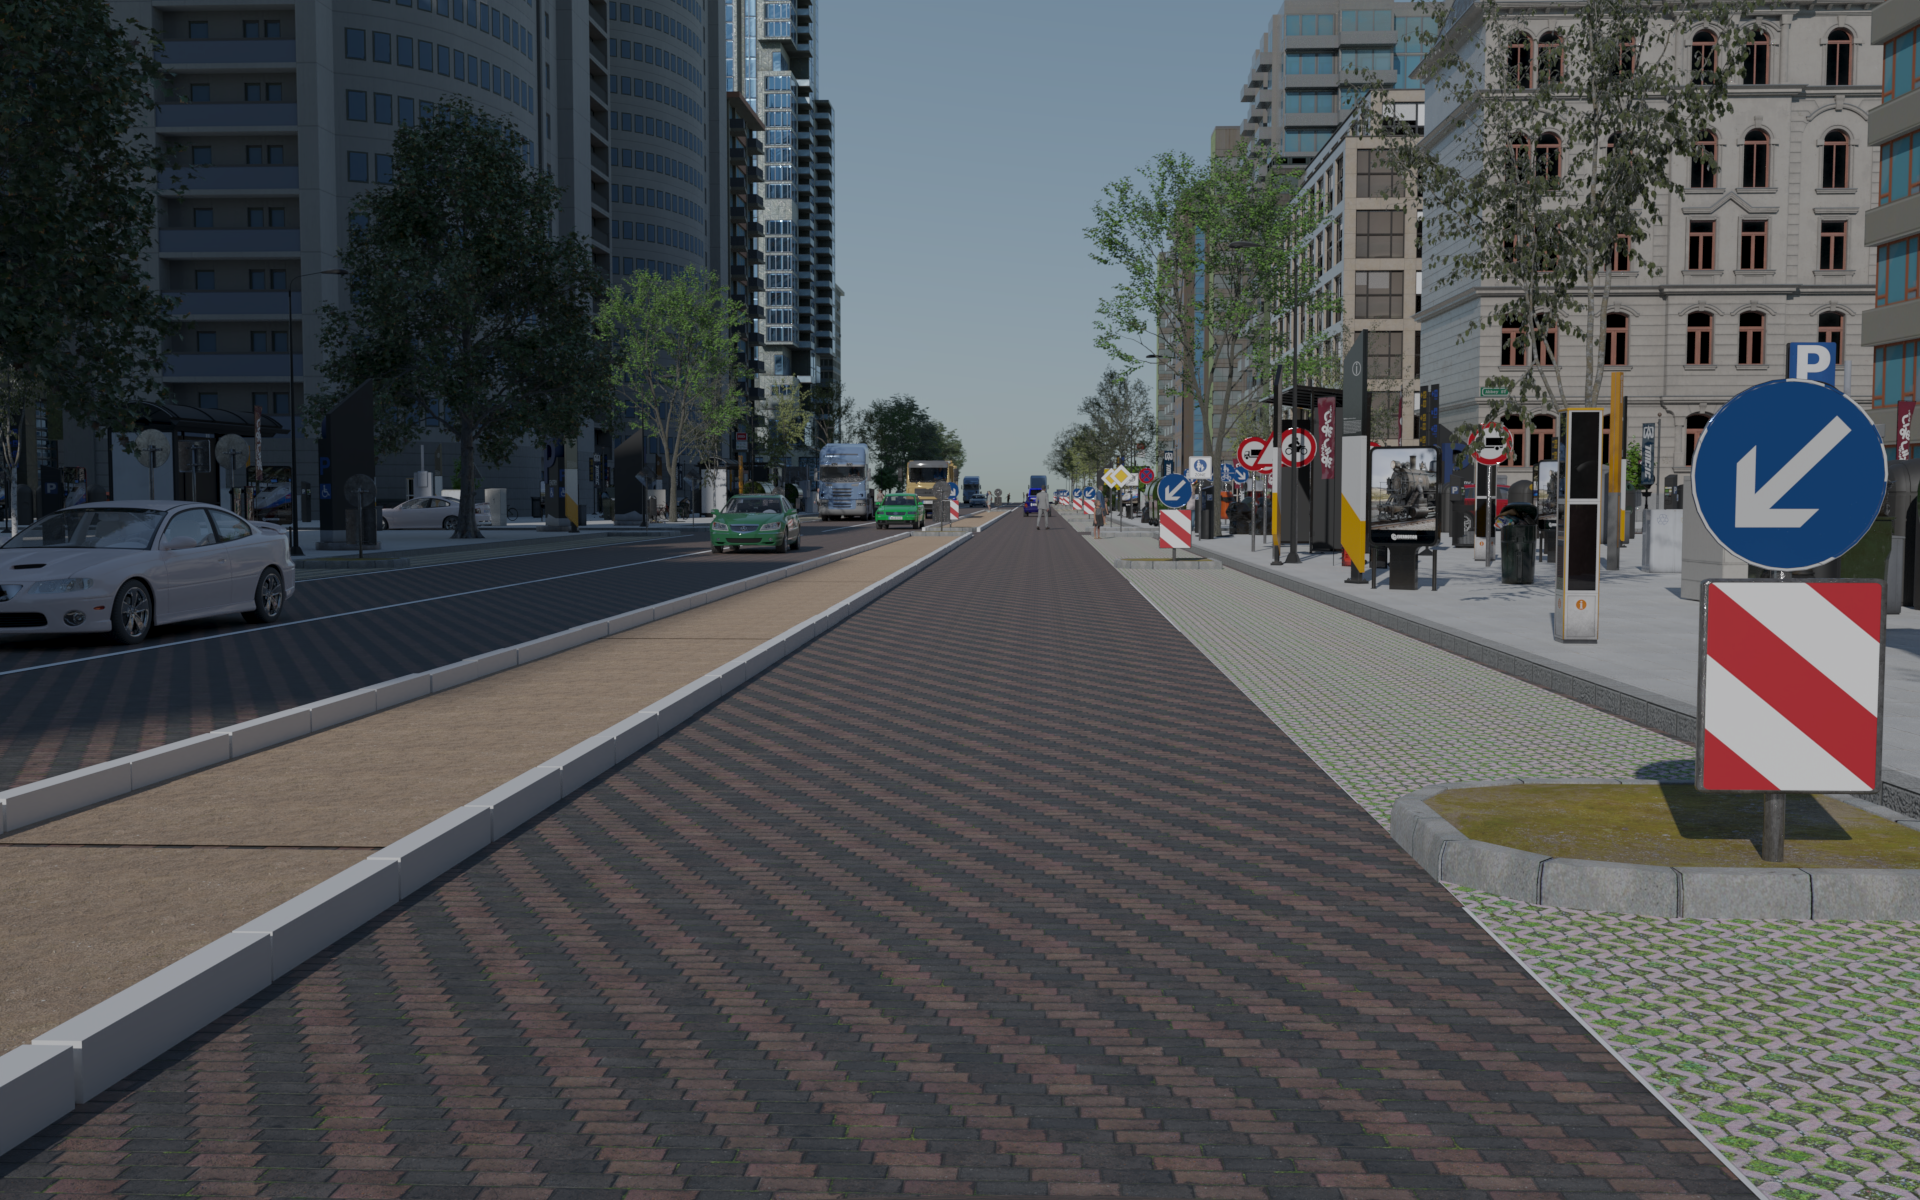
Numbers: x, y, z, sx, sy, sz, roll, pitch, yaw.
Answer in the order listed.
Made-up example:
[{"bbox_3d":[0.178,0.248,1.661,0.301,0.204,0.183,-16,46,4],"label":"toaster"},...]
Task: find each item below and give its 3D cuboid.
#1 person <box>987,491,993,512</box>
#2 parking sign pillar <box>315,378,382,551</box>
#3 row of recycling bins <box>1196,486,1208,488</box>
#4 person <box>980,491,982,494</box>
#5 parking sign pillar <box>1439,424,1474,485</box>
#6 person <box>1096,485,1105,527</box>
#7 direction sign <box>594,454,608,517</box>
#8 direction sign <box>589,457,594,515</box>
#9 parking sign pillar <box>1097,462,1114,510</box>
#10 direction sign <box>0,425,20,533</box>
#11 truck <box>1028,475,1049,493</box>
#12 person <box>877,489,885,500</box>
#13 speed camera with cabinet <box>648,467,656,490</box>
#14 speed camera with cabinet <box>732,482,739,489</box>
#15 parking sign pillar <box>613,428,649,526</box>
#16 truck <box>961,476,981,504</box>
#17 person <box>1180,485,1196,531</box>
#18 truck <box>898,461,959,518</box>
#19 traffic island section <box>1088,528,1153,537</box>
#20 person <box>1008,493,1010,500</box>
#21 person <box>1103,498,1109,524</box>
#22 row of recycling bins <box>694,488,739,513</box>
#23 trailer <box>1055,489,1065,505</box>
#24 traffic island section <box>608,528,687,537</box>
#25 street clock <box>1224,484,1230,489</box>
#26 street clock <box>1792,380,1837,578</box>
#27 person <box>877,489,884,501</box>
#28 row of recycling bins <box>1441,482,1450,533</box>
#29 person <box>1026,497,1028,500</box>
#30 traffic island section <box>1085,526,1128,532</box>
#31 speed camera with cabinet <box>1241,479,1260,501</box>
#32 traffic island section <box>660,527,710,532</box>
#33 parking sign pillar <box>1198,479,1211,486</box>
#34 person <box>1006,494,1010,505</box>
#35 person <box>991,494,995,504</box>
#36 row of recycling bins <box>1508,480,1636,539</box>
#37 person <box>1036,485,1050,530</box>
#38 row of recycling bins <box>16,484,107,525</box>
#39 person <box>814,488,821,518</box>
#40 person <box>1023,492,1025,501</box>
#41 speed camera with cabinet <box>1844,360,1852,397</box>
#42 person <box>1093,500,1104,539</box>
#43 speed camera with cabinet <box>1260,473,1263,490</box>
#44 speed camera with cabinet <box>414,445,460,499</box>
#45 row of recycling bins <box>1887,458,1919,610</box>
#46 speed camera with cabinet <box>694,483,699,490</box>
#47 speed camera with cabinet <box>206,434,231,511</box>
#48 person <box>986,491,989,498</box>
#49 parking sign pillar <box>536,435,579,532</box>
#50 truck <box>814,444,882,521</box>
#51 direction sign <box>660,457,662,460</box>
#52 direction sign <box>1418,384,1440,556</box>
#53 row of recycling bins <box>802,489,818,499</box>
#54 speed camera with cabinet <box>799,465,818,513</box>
[{"bbox_3d":[2.320,-7.751,136.227,0.522,1.701,0.512,-2,4,-24],"label":"person"},{"bbox_3d":[-14.114,-3.143,39.858,1.447,3.967,1.447,2,4,27],"label":"parking sign pillar"},{"bbox_3d":[11.848,-5.111,90.673,3.534,1.692,1.069,-2,4,-23],"label":"row of recycling bins"},{"bbox_3d":[2.904,-14.166,240.106,0.705,1.826,1.348,-1,4,-21],"label":"person"},{"bbox_3d":[18.969,-4.757,66.256,1.447,3.967,1.447,-1,4,-10],"label":"parking sign pillar"},{"bbox_3d":[5.725,-3.783,70.542,0.419,1.800,0.721,-1,4,-8],"label":"person"},{"bbox_3d":[-20.317,-6.529,98.750,0.379,3.537,0.876,-3,5,-41],"label":"direction sign"},{"bbox_3d":[-22.701,-7.063,107.481,0.379,3.537,0.876,2,4,28],"label":"direction sign"},{"bbox_3d":[11.706,-9.227,139.330,1.447,3.967,1.447,0,4,7],"label":"parking sign pillar"},{"bbox_3d":[-31.440,-3.977,57.027,0.876,3.537,0.379,-1,4,-20],"label":"direction sign"},{"bbox_3d":[10.959,-15.418,241.850,2.967,4.110,18.799,0,4,3],"label":"truck"},{"bbox_3d":[-6.525,-8.337,144.770,1.348,1.831,0.705,3,5,43],"label":"person"},{"bbox_3d":[-23.096,-8.149,127.574,0.660,3.252,2.038,3,5,44],"label":"speed camera with cabinet"},{"bbox_3d":[-16.997,-8.312,130.240,0.660,3.252,2.038,1,4,9],"label":"speed camera with cabinet"},{"bbox_3d":[-13.411,-5.022,70.585,1.447,3.967,1.447,1,4,18],"label":"parking sign pillar"},{"bbox_3d":[2.175,-16.814,264.670,2.967,4.110,18.799,0,4,4],"label":"truck"},{"bbox_3d":[8.071,-3.162,60.875,0.731,1.740,0.598,0,4,5],"label":"person"},{"bbox_3d":[-1.624,-6.504,102.256,3.469,3.379,9.791,0,4,3],"label":"truck"},{"bbox_3d":[5.470,-2.224,58.639,2.009,0.180,2.903,0,4,3],"label":"traffic island section"},{"bbox_3d":[7.781,-16.032,272.096,0.415,1.643,0.593,-1,4,-16],"label":"person"},{"bbox_3d":[6.838,-4.159,81.161,0.373,1.253,0.362,0,4,-6],"label":"person"},{"bbox_3d":[-16.259,-6.705,116.747,3.534,1.692,1.069,-2,4,-29],"label":"row of recycling bins"},{"bbox_3d":[12.036,-12.232,207.043,1.471,1.999,3.904,0,4,1],"label":"trailer"},{"bbox_3d":[-10.755,-2.269,59.382,2.009,0.180,2.903,0,4,3],"label":"traffic island section"},{"bbox_3d":[18.335,-6.984,118.761,0.471,2.002,0.358,2,4,32],"label":"street clock"},{"bbox_3d":[5.440,-0.405,11.188,0.471,2.002,0.358,0,4,6],"label":"street clock"},{"bbox_3d":[-5.671,-7.033,123.834,0.599,1.781,0.374,0,4,-6],"label":"person"},{"bbox_3d":[15.054,-3.115,58.050,3.534,1.692,1.069,1,4,22],"label":"row of recycling bins"},{"bbox_3d":[10.342,-15.717,266.945,0.415,1.643,0.593,2,4,26],"label":"person"},{"bbox_3d":[5.834,-2.712,66.616,2.009,0.180,2.903,0,4,3],"label":"traffic island section"},{"bbox_3d":[17.179,-6.720,104.206,0.660,3.252,2.038,-1,4,-13],"label":"speed camera with cabinet"},{"bbox_3d":[-10.390,-2.757,67.359,2.009,0.180,2.903,0,4,3],"label":"traffic island section"},{"bbox_3d":[15.439,-7.279,107.484,1.447,3.967,1.447,0,4,-6],"label":"parking sign pillar"},{"bbox_3d":[6.513,-13.712,235.957,1.065,1.426,0.557,3,5,45],"label":"person"},{"bbox_3d":[4.694,-15.461,261.989,1.217,1.736,0.721,-1,4,-12],"label":"person"},{"bbox_3d":[17.536,-2.608,49.748,3.534,1.692,1.069,0,4,2],"label":"row of recycling bins"},{"bbox_3d":[3.317,-3.711,69.443,0.678,1.792,0.850,2,4,29],"label":"person"},{"bbox_3d":[-37.362,-3.961,71.869,3.534,1.692,1.069,-1,4,-22],"label":"row of recycling bins"},{"bbox_3d":[-8.472,-5.829,104.206,0.661,1.777,0.834,1,4,21],"label":"person"},{"bbox_3d":[10.434,-16.617,281.009,0.721,1.723,1.217,0,4,1],"label":"person"},{"bbox_3d":[12.650,-1.952,26.253,0.660,3.252,2.038,-2,4,-30],"label":"speed camera with cabinet"},{"bbox_3d":[4.399,-2.553,54.913,0.362,1.253,0.373,-2,4,-27],"label":"person"},{"bbox_3d":[20.534,-7.732,120.754,0.660,3.252,2.038,-1,4,-10],"label":"speed camera with cabinet"},{"bbox_3d":[-21.005,-4.635,70.123,2.038,3.252,0.660,-1,4,-10],"label":"speed camera with cabinet"},{"bbox_3d":[11.182,-0.809,20.332,1.069,1.692,3.534,1,4,10],"label":"row of recycling bins"},{"bbox_3d":[-20.505,-8.940,140.500,2.038,3.252,0.660,-2,4,-27],"label":"speed camera with cabinet"},{"bbox_3d":[-23.320,-3.681,54.520,0.660,3.252,2.038,-2,4,-33],"label":"speed camera with cabinet"},{"bbox_3d":[3.740,-13.384,227.192,0.599,1.838,0.709,-1,4,-19],"label":"person"},{"bbox_3d":[-13.822,-4.338,59.398,1.447,3.967,1.447,-2,4,-33],"label":"parking sign pillar"},{"bbox_3d":[-5.955,-6.633,98.215,2.967,4.110,18.799,0,4,1],"label":"truck"},{"bbox_3d":[-18.118,-6.906,104.911,0.379,3.537,0.876,0,4,-1],"label":"direction sign"},{"bbox_3d":[9.737,-2.692,36.012,0.379,3.537,0.876,-1,4,-9],"label":"direction sign"},{"bbox_3d":[-11.459,-7.633,131.910,3.534,1.692,1.069,-2,4,-28],"label":"row of recycling bins"},{"bbox_3d":[-10.237,-7.499,116.942,0.660,3.252,2.038,1,4,16],"label":"speed camera with cabinet"}]
